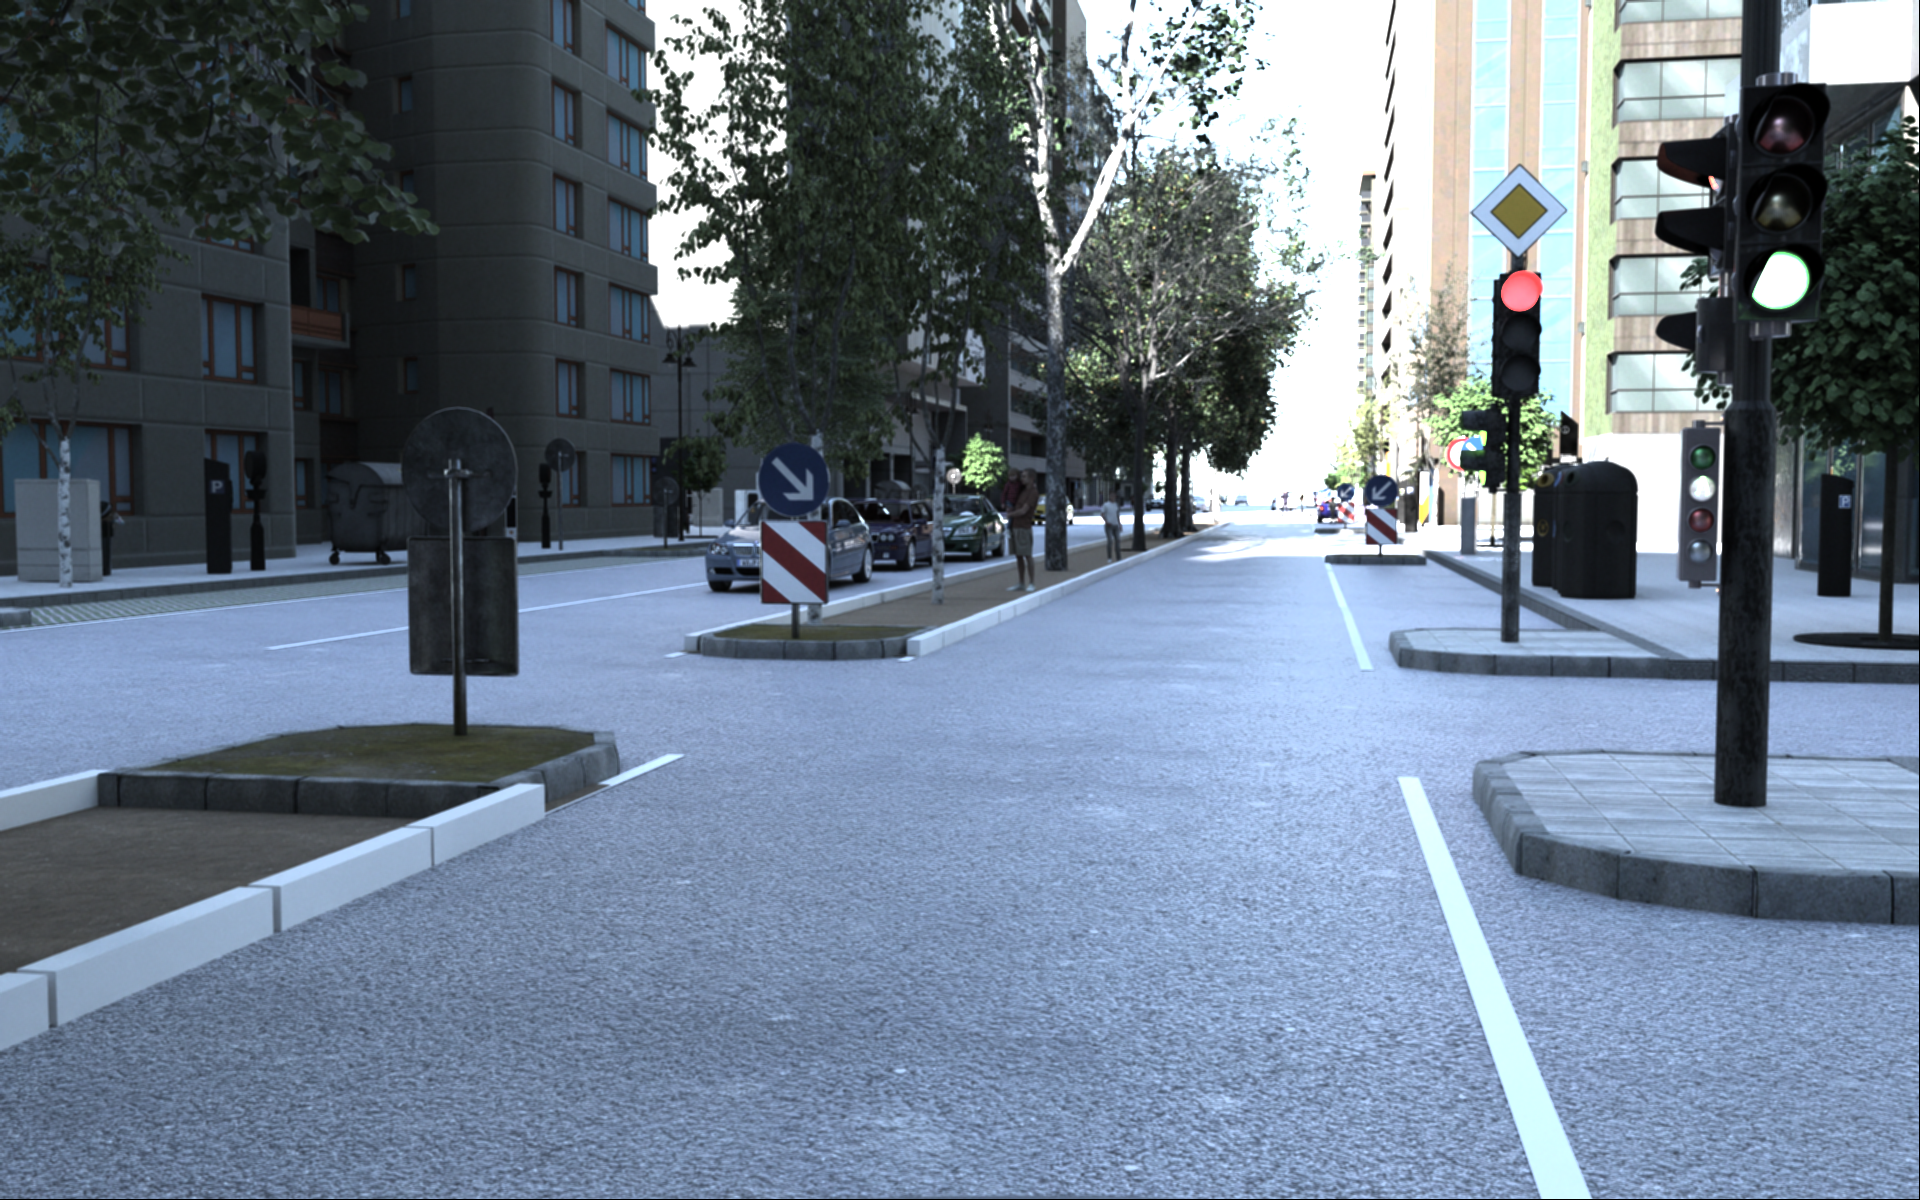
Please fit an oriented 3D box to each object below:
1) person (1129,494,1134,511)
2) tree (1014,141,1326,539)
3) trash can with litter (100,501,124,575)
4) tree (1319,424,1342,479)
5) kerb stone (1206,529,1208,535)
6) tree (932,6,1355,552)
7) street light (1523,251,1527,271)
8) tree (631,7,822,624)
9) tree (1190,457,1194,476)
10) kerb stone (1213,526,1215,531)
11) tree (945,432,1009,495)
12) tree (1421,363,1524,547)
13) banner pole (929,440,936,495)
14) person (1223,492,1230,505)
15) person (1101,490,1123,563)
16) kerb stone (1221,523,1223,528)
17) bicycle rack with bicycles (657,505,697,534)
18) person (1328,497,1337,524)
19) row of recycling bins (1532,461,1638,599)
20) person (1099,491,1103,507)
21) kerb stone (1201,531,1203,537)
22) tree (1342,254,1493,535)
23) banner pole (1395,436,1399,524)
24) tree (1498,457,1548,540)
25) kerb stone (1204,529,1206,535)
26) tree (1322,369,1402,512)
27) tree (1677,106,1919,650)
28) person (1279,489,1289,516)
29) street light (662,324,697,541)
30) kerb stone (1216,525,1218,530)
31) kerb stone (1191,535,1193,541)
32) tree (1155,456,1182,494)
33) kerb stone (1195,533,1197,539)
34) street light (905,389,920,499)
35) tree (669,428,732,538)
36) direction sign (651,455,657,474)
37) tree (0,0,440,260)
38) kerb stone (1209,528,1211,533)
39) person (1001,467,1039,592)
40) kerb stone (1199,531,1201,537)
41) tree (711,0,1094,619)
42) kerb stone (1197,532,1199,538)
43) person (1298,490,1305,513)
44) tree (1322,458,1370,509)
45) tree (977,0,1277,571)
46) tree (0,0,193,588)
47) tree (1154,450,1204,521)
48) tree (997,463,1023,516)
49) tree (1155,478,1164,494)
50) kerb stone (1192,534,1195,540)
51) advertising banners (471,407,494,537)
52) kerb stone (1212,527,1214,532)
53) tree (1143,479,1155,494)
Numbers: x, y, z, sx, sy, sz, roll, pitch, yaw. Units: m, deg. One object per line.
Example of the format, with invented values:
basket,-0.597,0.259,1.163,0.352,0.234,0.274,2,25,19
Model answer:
person,14.885,-8.408,149.234,1.065,1.426,0.557,1,4,10
tree,6.806,-8.321,55.508,9.611,12.733,9.660,0,3,0
trash can with litter,-13.551,-0.949,26.896,0.624,1.170,1.055,1,4,8
tree,38.427,-13.728,174.812,4.360,8.622,3.978,0,3,0
kerb stone,8.406,-2.312,59.990,0.120,0.150,1.000,1,4,11
tree,4.468,-7.965,43.062,12.009,13.543,11.850,0,3,0
street light,10.011,-3.567,31.111,0.468,5.910,1.993,1,4,11
tree,-1.434,-3.933,17.124,4.737,8.622,4.395,0,3,0
tree,30.667,-17.880,242.694,4.360,8.622,3.978,0,3,0
kerb stone,9.392,-2.614,65.026,0.120,0.150,1.000,1,4,11
tree,1.016,-6.529,90.461,4.285,4.588,4.351,0,3,0
tree,13.040,-3.598,42.534,4.285,4.588,4.351,0,3,0
banner pole,-1.198,-5.507,80.061,0.863,3.779,0.401,3,5,42
person,34.404,-13.102,223.534,1.217,1.723,0.721,-3,4,-37
person,3.190,-1.519,35.929,0.523,1.515,0.503,2,4,34
kerb stone,10.586,-2.985,71.058,0.120,0.150,1.000,1,4,11
bicycle rack with bicycles,-9.879,-2.641,56.568,2.852,0.926,2.925,0,4,-6
person,17.947,-4.323,83.454,0.475,1.303,0.640,-2,4,-33
row of recycling bins,8.213,-0.956,22.751,1.069,1.692,3.534,1,4,11
person,14.171,-10.051,173.761,0.530,1.710,0.541,1,4,11
kerb stone,7.807,-2.126,56.973,0.120,0.150,1.000,1,4,11
tree,15.050,-6.352,54.210,4.360,8.622,3.978,0,3,0
banner pole,18.850,-5.177,74.655,0.401,3.779,0.863,1,4,21
tree,15.629,-3.290,48.399,1.663,3.219,1.824,0,3,0
kerb stone,8.206,-2.250,58.978,0.120,0.150,1.000,1,4,11
tree,23.860,-9.206,100.876,4.737,8.622,4.395,0,3,0
tree,8.022,-1.897,14.722,4.285,4.588,4.351,0,3,0
person,20.729,-6.242,111.009,0.568,1.767,0.683,3,5,44
street light,-7.611,-4.547,47.136,0.468,5.910,1.993,1,4,11
kerb stone,9.797,-2.737,67.045,0.120,0.150,1.000,1,4,11
kerb stone,6.819,-1.817,51.944,0.120,0.150,1.000,1,4,11
tree,27.267,-16.989,228.130,4.360,8.622,3.978,0,3,0
kerb stone,7.218,-1.943,53.956,0.120,0.150,1.000,1,4,11
street light,-2.122,-6.263,75.189,0.468,5.910,1.993,1,4,11
tree,-7.664,-3.440,50.851,1.663,3.219,1.824,0,3,0
direction sign,-12.286,-4.630,67.694,0.876,3.537,0.379,0,4,-6
tree,-3.311,-5.132,4.495,7.486,12.596,7.792,0,3,0
kerb stone,8.800,-2.435,62.012,0.120,0.150,1.000,1,4,11
person,0.891,-1.039,25.459,0.580,1.828,0.573,1,4,11
kerb stone,7.620,-2.066,55.968,0.120,0.150,1.000,1,4,11
tree,-0.278,-4.255,22.391,4.737,8.622,4.395,0,3,0
kerb stone,7.417,-2.004,54.960,0.120,0.150,1.000,1,4,11
person,25.528,-7.359,129.637,0.721,1.723,1.217,0,4,-5
tree,34.763,-10.367,153.216,4.285,4.588,4.351,0,3,0
tree,2.816,-10.533,30.559,12.611,20.169,13.585,0,3,0
tree,-12.415,-4.488,23.746,4.737,8.622,4.395,0,3,0
tree,10.052,-7.481,75.135,4.737,8.622,4.395,0,3,0
tree,2.788,-6.664,103.552,1.663,3.219,1.824,0,3,0
tree,24.145,-13.247,211.186,1.663,3.219,1.824,0,3,0
kerb stone,7.015,-1.881,52.952,0.120,0.150,1.000,1,4,11
advertising banners,-9.855,-2.420,35.760,0.090,3.025,2.074,-2,4,-27
kerb stone,9.201,-2.554,64.022,0.120,0.150,1.000,1,4,11
tree,19.269,-11.618,184.562,1.663,3.219,1.824,0,3,0
